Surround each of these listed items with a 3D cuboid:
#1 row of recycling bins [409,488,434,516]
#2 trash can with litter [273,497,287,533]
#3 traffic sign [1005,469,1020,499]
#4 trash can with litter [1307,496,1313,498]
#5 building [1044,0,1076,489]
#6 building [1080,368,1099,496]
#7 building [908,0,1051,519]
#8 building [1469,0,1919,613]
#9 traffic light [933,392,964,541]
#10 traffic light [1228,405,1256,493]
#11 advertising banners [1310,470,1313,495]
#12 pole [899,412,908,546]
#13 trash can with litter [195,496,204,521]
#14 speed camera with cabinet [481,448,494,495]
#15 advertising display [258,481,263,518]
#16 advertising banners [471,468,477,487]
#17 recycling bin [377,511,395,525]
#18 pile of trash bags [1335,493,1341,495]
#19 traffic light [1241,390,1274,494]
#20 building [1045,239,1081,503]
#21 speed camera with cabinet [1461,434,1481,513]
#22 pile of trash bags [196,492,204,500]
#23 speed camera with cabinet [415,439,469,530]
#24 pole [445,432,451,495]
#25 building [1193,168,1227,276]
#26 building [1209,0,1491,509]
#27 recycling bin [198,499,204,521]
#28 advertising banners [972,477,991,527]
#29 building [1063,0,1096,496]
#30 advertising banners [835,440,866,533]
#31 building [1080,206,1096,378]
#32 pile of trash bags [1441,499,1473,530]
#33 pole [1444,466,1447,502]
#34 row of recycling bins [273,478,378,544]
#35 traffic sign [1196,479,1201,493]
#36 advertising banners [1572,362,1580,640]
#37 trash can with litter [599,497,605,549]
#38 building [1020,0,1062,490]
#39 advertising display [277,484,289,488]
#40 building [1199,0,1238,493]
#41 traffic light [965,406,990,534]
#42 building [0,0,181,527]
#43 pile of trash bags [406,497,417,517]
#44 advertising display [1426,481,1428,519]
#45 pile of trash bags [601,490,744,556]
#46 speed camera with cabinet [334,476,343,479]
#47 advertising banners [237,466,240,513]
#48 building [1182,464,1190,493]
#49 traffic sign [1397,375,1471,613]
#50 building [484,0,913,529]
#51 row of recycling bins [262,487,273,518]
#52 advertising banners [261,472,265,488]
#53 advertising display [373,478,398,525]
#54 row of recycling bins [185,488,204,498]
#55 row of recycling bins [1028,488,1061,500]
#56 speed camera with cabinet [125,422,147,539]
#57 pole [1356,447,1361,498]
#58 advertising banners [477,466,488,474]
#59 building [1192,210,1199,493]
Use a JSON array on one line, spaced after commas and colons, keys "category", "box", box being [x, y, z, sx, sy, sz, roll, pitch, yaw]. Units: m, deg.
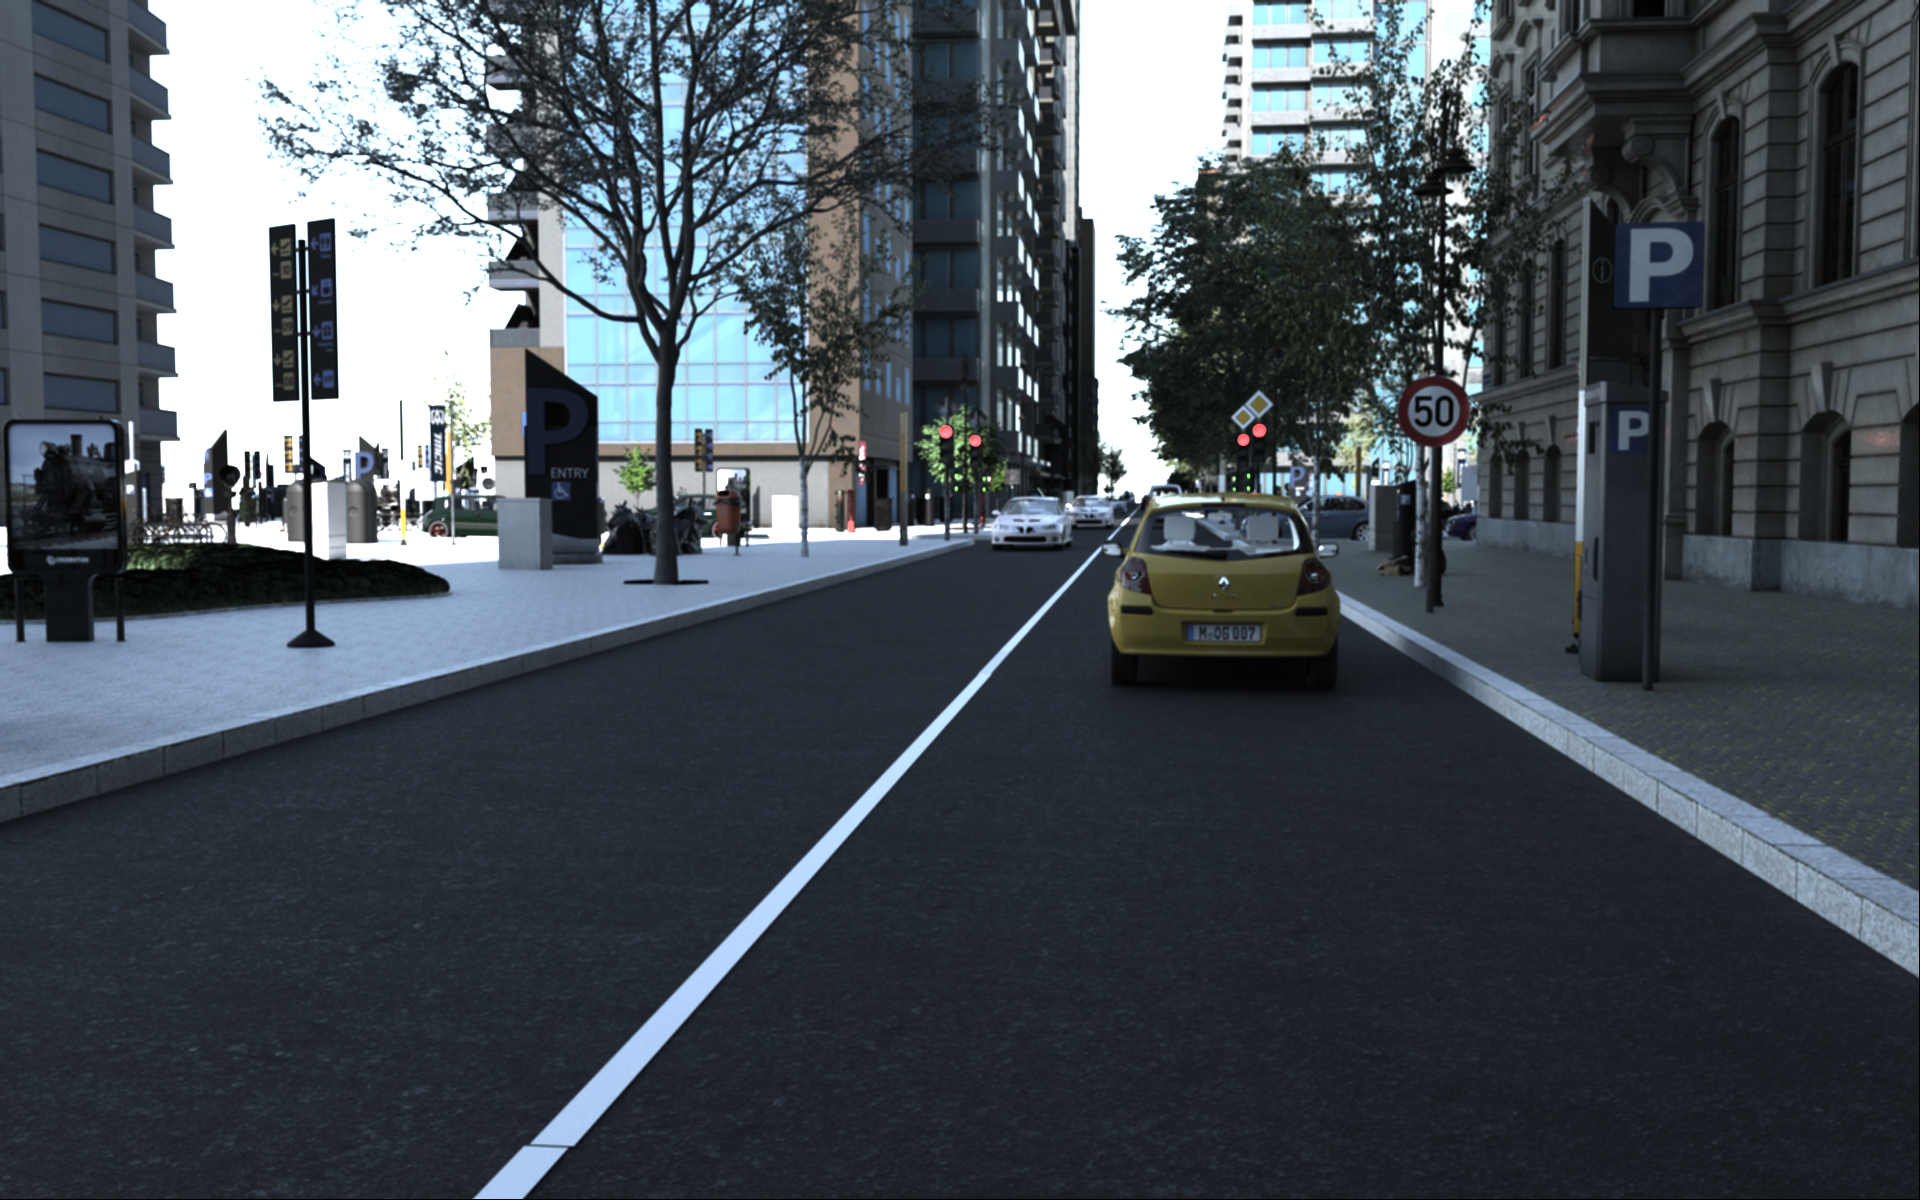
[{"category": "row of recycling bins", "box": [-31.419, -5.750, 101.128, 1.069, 1.692, 3.534, -2, 4, -31]}, {"category": "trash can with litter", "box": [-22.210, -2.905, 58.553, 2.233, 1.210, 1.678, -1, 4, -15]}, {"category": "traffic sign", "box": [2.113, -4.164, 70.219, 0.606, 2.300, 0.079, 1, 4, 10]}, {"category": "trash can with litter", "box": [17.890, -4.687, 88.024, 0.624, 1.170, 1.055, 2, 4, 25]}, {"category": "building", "box": [-3.274, -35.800, 174.573, 28.713, 52.752, 27.495, 0, 4, 6]}, {"category": "building", "box": [6.052, -24.962, 253.172, 27.650, 21.520, 28.899, 0, 4, 6]}, {"category": "building", "box": [-6.999, -29.473, 101.484, 23.786, 49.044, 30.456, 0, 4, 6]}, {"category": "building", "box": [16.415, -12.656, 26.005, 14.460, 24.649, 34.723, 0, 4, 6]}, {"category": "traffic light", "box": [-0.334, -3.591, 47.630, 0.839, 4.253, 0.868, 0, 4, 6]}, {"category": "traffic light", "box": [8.903, -4.021, 54.664, 0.839, 4.253, 0.868, 0, 4, 6]}, {"category": "advertising banners", "box": [25.295, -7.808, 123.848, 0.090, 3.025, 2.074, 0, 4, -3]}, {"category": "pole", "box": [-1.401, -3.009, 43.044, 0.158, 3.312, 0.155, 0, 3, 0]}, {"category": "trash can with litter", "box": [-34.691, -4.169, 79.221, 2.233, 1.210, 1.678, 1, 4, 9]}, {"category": "speed camera with cabinet", "box": [-20.986, -4.920, 74.782, 2.038, 3.252, 0.660, 0, 4, -1]}, {"category": "advertising display", "box": [-34.996, -4.982, 86.674, 0.123, 1.923, 0.974, -1, 4, -19]}, {"category": "advertising banners", "box": [-33.372, -7.346, 116.294, 2.074, 3.025, 0.090, -1, 4, -12]}, {"category": "recycling bin", "box": [-24.214, -3.691, 72.903, 0.722, 1.027, 0.722, -2, 4, -30]}, {"category": "pile of trash bags", "box": [26.478, -6.701, 119.315, 1.912, 1.369, 3.447, 0, 4, -7]}, {"category": "traffic light", "box": [8.028, -3.536, 46.727, 0.839, 4.253, 0.868, 0, 4, 6]}, {"category": "building", "box": [6.259, -25.909, 195.309, 14.160, 30.474, 14.107, 0, 4, 6]}, {"category": "speed camera with cabinet", "box": [17.005, -3.807, 56.587, 0.660, 3.252, 2.038, 3, 4, 37]}, {"category": "pile of trash bags", "box": [-42.820, -5.288, 96.213, 3.447, 1.369, 1.912, 2, 4, 30]}, {"category": "speed camera with cabinet", "box": [-18.662, -4.188, 62.818, 2.038, 3.252, 0.660, 0, 3, 0]}, {"category": "pole", "box": [-16.808, -3.869, 57.098, 0.158, 3.312, 0.155, 0, 3, 0]}, {"category": "building", "box": [41.885, -35.056, 227.789, 22.147, 44.769, 28.867, 0, 4, 6]}, {"category": "building", "box": [34.759, -32.742, 154.944, 23.786, 49.044, 30.456, 0, 4, 6]}, {"category": "recycling bin", "box": [-35.125, -4.189, 81.047, 0.722, 1.027, 0.722, 1, 4, 16]}, {"category": "advertising banners", "box": [0.877, -4.401, 68.145, 0.090, 3.025, 2.074, -1, 4, -20]}, {"category": "building", "box": [7.433, -48.199, 226.299, 20.563, 71.187, 20.611, 0, 4, 6]}, {"category": "advertising banners", "box": [-3.593, -3.722, 57.048, 0.090, 3.025, 2.074, -2, 4, -32]}, {"category": "building", "box": [14.278, -38.108, 273.181, 14.600, 45.320, 14.200, 0, 4, 6]}, {"category": "pile of trash bags", "box": [17.350, -3.181, 61.758, 1.912, 1.369, 3.447, -2, 4, -34]}, {"category": "pole", "box": [34.765, -7.963, 124.032, 0.158, 3.312, 0.155, 0, 3, 0]}, {"category": "row of recycling bins", "box": [-16.633, -2.364, 45.762, 3.534, 1.692, 1.069, 3, 4, 39]}, {"category": "traffic sign", "box": [16.456, -7.121, 118.552, 0.606, 2.300, 0.079, 0, 4, 7]}, {"category": "advertising banners", "box": [5.596, -1.189, 15.623, 0.090, 3.025, 2.074, 1, 4, 20]}, {"category": "trash can with litter", "box": [-8.384, -1.828, 40.938, 1.678, 1.210, 2.233, 0, 4, -7]}, {"category": "building", "box": [-2.917, -30.083, 146.479, 22.147, 44.769, 28.867, 0, 4, 6]}, {"category": "advertising display", "box": [-42.716, -6.386, 109.622, 0.974, 1.923, 0.123, 0, 4, -4]}, {"category": "building", "box": [37.465, -53.314, 184.359, 22.319, 86.520, 31.000, 0, 4, 6]}, {"category": "traffic light", "box": [0.541, -4.076, 55.567, 0.839, 4.253, 0.868, 0, 4, 6]}, {"category": "building", "box": [-50.763, -32.507, 73.490, 28.212, 58.520, 21.231, 0, 4, 6]}, {"category": "pile of trash bags", "box": [-31.526, -5.224, 95.166, 3.447, 1.369, 1.912, 1, 4, 16]}, {"category": "advertising display", "box": [23.797, -5.035, 87.528, 0.974, 1.923, 0.123, 3, 5, 44]}, {"category": "pile of trash bags", "box": [-5.993, -1.653, 36.787, 3.447, 1.369, 1.912, 2, 4, 32]}, {"category": "speed camera with cabinet", "box": [-30.627, -5.671, 87.063, 0.660, 3.252, 2.038, 1, 4, 13]}, {"category": "advertising banners", "box": [-45.038, -6.855, 108.264, 0.090, 3.025, 2.074, -1, 4, -15]}, {"category": "building", "box": [42.726, -31.091, 280.030, 14.160, 30.474, 14.107, 0, 4, 6]}, {"category": "traffic sign", "box": [5.092, -1.136, 18.687, 0.768, 2.556, 0.104, 1, 4, 9]}, {"category": "building", "box": [-9.743, -25.669, 69.796, 14.600, 45.320, 14.200, 0, 4, 6]}, {"category": "row of recycling bins", "box": [-37.984, -5.456, 96.311, 1.069, 1.692, 3.534, 0, 4, -6]}, {"category": "advertising banners", "box": [-53.720, -8.454, 134.415, 2.074, 3.025, 0.090, 3, 5, 42]}, {"category": "advertising display", "box": [-23.732, -4.061, 71.603, 0.974, 1.923, 0.123, -2, 4, -28]}, {"category": "row of recycling bins", "box": [-54.399, -7.126, 123.625, 1.069, 1.692, 3.534, 0, 4, 4]}, {"category": "row of recycling bins", "box": [5.251, -6.862, 119.307, 3.534, 1.692, 1.069, 1, 4, 19]}, {"category": "speed camera with cabinet", "box": [-23.064, -3.288, 48.093, 0.660, 3.252, 2.038, -1, 4, -18]}, {"category": "pole", "box": [17.128, -4.932, 74.475, 0.158, 3.312, 0.155, 0, 3, 0]}, {"category": "advertising banners", "box": [-28.832, -6.815, 107.617, 2.074, 3.025, 0.090, 1, 4, 9]}, {"category": "building", "box": [40.413, -34.626, 249.735, 14.154, 41.232, 14.086, 0, 4, 6]}]
